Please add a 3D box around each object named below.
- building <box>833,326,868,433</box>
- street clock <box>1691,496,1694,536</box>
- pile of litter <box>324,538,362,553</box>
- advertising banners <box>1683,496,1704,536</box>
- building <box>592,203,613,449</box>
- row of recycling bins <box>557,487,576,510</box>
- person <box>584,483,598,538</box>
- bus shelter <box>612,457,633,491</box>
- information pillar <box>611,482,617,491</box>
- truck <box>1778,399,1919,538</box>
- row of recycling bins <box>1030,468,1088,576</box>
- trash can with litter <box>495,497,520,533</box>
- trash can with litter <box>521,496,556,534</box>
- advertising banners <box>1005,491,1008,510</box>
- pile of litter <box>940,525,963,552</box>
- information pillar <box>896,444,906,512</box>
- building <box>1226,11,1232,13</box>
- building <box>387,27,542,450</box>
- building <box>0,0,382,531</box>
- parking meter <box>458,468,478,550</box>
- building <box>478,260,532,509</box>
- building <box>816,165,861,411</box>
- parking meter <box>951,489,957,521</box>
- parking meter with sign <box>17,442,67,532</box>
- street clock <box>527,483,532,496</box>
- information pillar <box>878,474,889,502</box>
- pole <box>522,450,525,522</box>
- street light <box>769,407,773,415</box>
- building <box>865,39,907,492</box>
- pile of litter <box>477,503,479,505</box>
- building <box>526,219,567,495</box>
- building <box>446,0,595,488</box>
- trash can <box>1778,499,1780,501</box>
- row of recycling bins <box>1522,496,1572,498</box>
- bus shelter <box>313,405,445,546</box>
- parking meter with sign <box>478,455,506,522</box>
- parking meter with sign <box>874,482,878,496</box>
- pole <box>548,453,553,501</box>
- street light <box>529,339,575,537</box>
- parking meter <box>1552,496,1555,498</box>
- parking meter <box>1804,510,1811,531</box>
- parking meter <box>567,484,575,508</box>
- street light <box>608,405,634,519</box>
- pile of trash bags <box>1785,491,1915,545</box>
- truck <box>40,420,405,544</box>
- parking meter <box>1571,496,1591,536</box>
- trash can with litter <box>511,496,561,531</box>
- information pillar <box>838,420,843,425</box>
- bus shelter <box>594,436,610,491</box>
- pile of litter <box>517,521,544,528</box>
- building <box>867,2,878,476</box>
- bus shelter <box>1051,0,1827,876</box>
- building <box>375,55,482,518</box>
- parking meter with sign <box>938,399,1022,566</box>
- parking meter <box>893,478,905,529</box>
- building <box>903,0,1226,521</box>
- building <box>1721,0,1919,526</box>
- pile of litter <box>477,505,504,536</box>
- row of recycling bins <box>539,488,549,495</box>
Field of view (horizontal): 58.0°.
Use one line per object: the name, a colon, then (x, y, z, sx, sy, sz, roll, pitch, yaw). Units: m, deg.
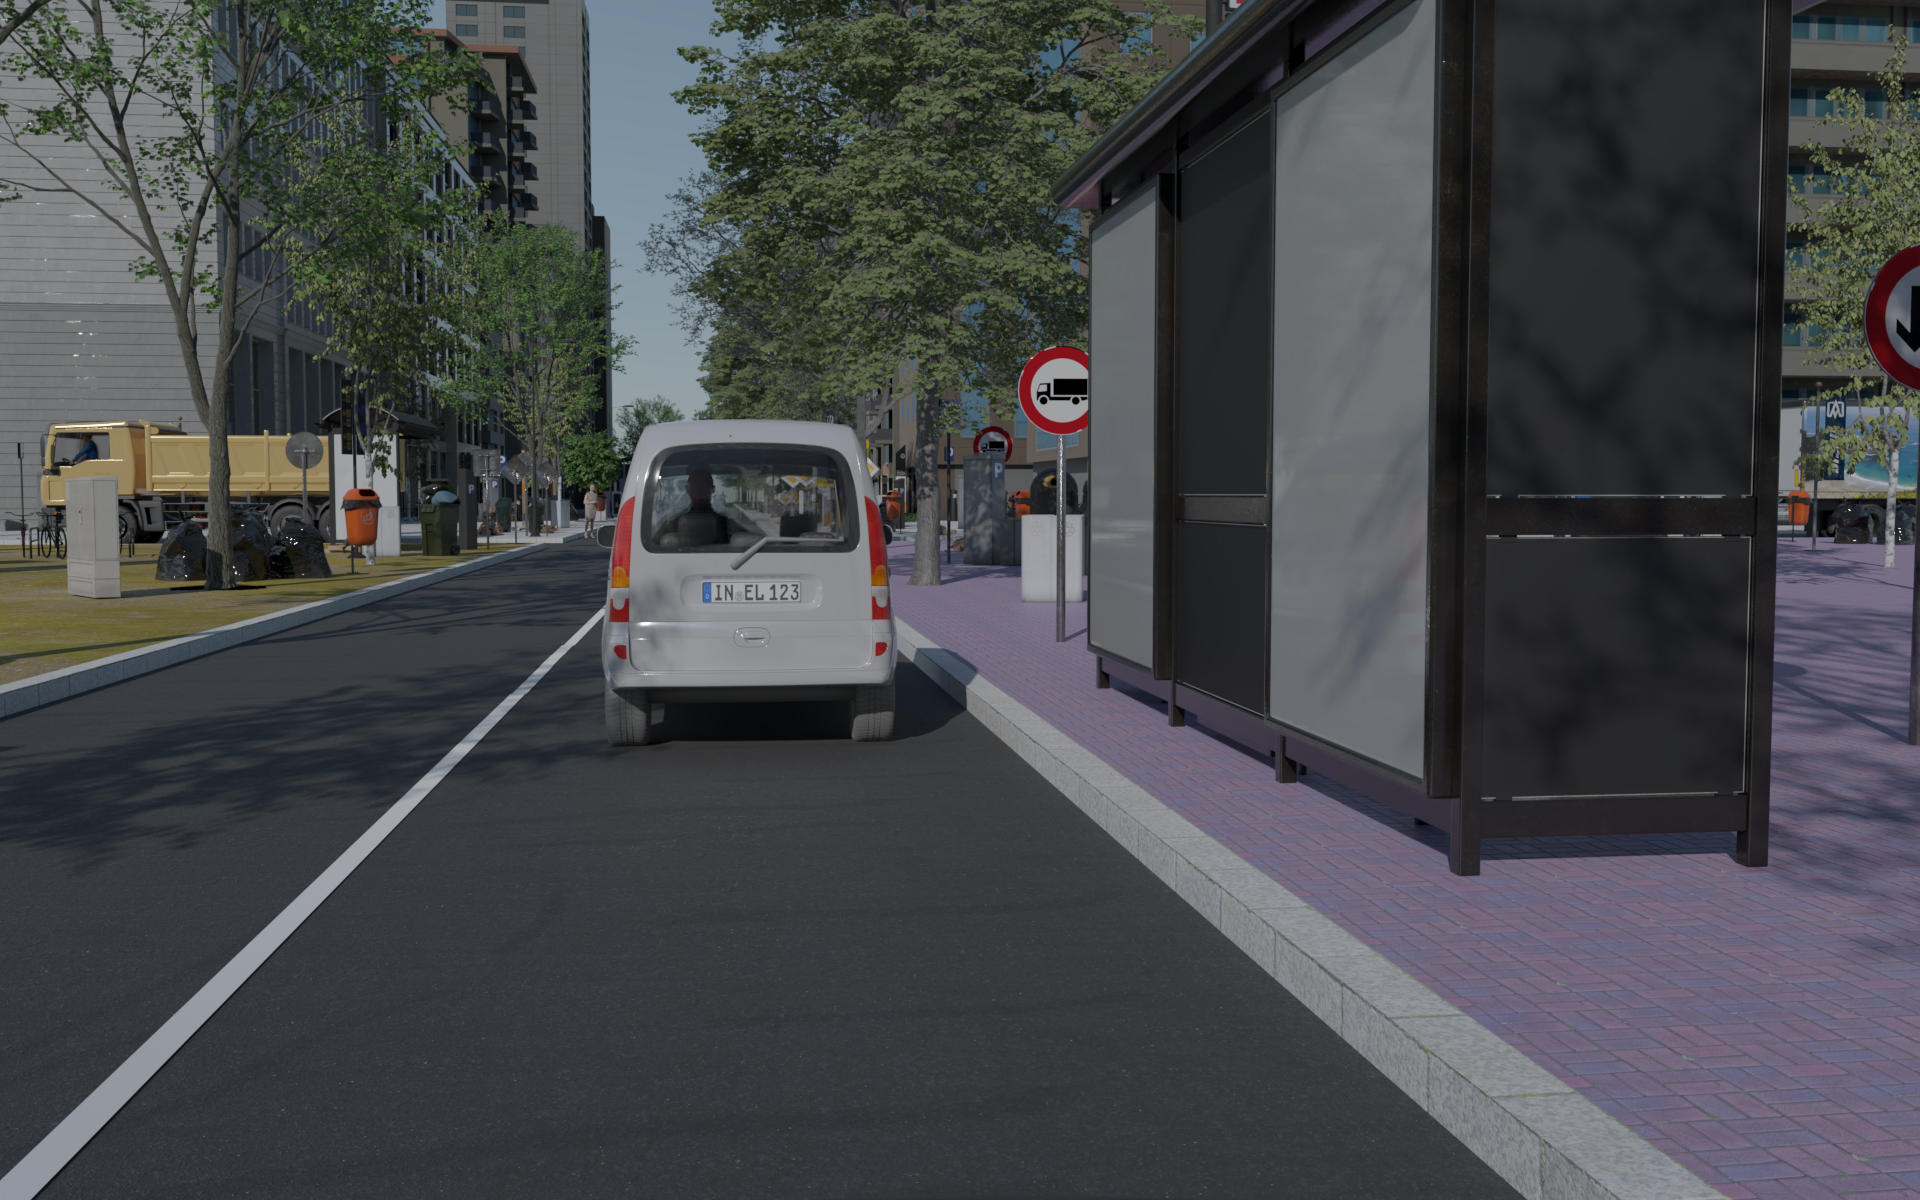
building: (-10.238, -28.102, 231.175, 14.160, 30.474, 14.107, 0, 4, -8)
street clock: (16.700, -2.135, 39.474, 0.471, 2.002, 0.358, 1, 4, 11)
pile of litter: (-13.234, -1.457, 37.784, 1.176, 0.858, 1.719, -3, 5, -41)
advertising banners: (16.035, -2.536, 37.644, 0.090, 3.025, 2.074, 3, 4, 38)
building: (-61.629, -37.881, 269.472, 14.600, 45.320, 14.200, 0, 4, -8)
row of recycling bins: (-24.105, -6.136, 107.439, 1.069, 1.692, 3.534, -2, 4, -30)
person: (-12.003, -2.909, 56.401, 0.374, 1.781, 0.599, 3, 5, 44)
bus shelter: (-21.025, -7.254, 109.887, 1.731, 3.624, 6.357, 0, 4, -8)
information pillar: (-21.046, -6.157, 105.166, 0.304, 2.012, 0.304, 1, 4, 15)
truck: (30.257, -3.921, 53.017, 11.283, 4.237, 2.839, 0, 4, -7)
row of recycling bins: (2.655, -1.221, 27.071, 3.534, 1.692, 1.069, 2, 4, 33)
trash can with litter: (-15.156, -2.813, 57.383, 0.624, 1.170, 1.055, 0, 4, 7)
trash can with litter: (-13.612, -2.755, 56.436, 1.055, 1.170, 0.624, 2, 4, 29)
advertising banners: (1.480, -4.295, 66.418, 0.090, 3.025, 2.074, 1, 4, 21)
pile of litter: (0.311, -1.519, 38.805, 1.719, 0.858, 1.176, -3, 4, -37)
information pillar: (-2.773, -5.510, 81.441, 0.504, 3.616, 0.183, -1, 4, -22)
building: (10.964, -25.807, 72.049, 14.200, 45.320, 14.600, 0, 4, -8)
building: (-52.314, -31.276, 165.979, 22.147, 44.769, 28.867, 0, 4, -8)
building: (-33.490, -18.164, 74.470, 11.434, 29.767, 29.804, 0, 4, -8)
parking meter: (-11.297, -2.083, 39.771, 0.255, 1.863, 0.399, 2, 4, 29)
building: (-49.796, -17.914, 137.933, 27.650, 21.520, 28.899, 0, 4, -8)
building: (-9.607, -38.271, 249.431, 21.300, 48.544, 21.600, 0, 4, -8)
parking meter: (-0.303, -4.458, 81.300, 0.372, 1.533, 0.369, 0, 3, 0)
parking meter with sign: (-30.889, -3.821, 58.732, 1.738, 3.016, 0.543, -1, 4, -18)
street clock: (-26.621, -6.276, 107.176, 0.471, 2.002, 0.358, -3, 5, -44)
information pillar: (-2.856, -3.670, 64.490, 0.304, 2.012, 0.304, -2, 4, -25)
pole: (-20.238, -5.294, 80.403, 0.158, 3.312, 0.155, 0, 3, 0)
street light: (-10.201, -7.150, 89.441, 1.470, 5.913, 1.316, 0, 4, -8)
building: (2.574, -30.858, 159.155, 22.147, 44.769, 28.867, 0, 4, -8)
pile of litter: (-28.462, -5.431, 102.769, 1.176, 0.858, 1.719, 0, 4, -3)
building: (-65.500, -32.778, 227.794, 32.217, 40.220, 23.993, 0, 4, -8)
building: (-61.596, -49.661, 250.216, 20.563, 71.187, 20.611, 0, 4, -8)
trash can: (22.298, -2.223, 47.999, 0.748, 1.137, 0.748, 0, 3, 0)
row of recycling bins: (27.078, -4.426, 79.482, 3.534, 1.692, 1.069, -2, 4, -26)
bus shelter: (-13.790, -2.912, 41.529, 2.014, 3.302, 5.546, 0, 4, -8)
parking meter with sign: (-21.207, -5.019, 78.324, 1.738, 3.016, 0.543, 3, 5, 43)
parking meter with sign: (-5.146, -7.069, 111.839, 1.738, 3.016, 0.543, 1, 4, 13)
pole: (-20.439, -5.667, 86.506, 0.158, 3.312, 0.155, 0, 3, 0)
street light: (-12.239, -4.859, 51.991, 1.470, 5.913, 1.316, 0, 4, -8)
parking meter: (26.605, -4.211, 77.257, 0.372, 1.533, 0.369, 0, 3, 0)
parking meter: (29.231, -3.126, 59.516, 0.372, 1.533, 0.369, 0, 3, 0)
parking meter: (-23.346, -6.007, 103.922, 0.255, 1.863, 0.399, 2, 4, 28)
street light: (-17.672, -7.197, 90.219, 1.470, 5.913, 1.316, 0, 4, -8)
pile of trash bags: (23.227, -2.165, 45.145, 1.912, 1.369, 3.447, -3, 4, -37)
truck: (-20.263, -3.114, 46.843, 9.791, 3.379, 3.469, 0, 4, -8)
parking meter: (9.836, -1.157, 27.331, 0.372, 1.533, 0.369, 0, 3, 0)
trash can with litter: (-14.913, -3.018, 60.394, 2.233, 1.210, 1.678, 0, 4, -7)
information pillar: (-3.582, -3.792, 53.357, 0.504, 3.616, 0.183, 0, 4, 1)
bus shelter: (-24.462, -8.676, 119.490, 2.179, 5.291, 8.768, 0, 4, -8)
pile of litter: (-16.426, -3.249, 67.083, 1.719, 0.858, 1.176, -3, 5, -40)
building: (-0.907, -45.538, 182.796, 20.563, 71.187, 20.611, 0, 4, -8)
bus shelter: (1.883, -1.978, 9.980, 2.179, 5.291, 8.768, 0, 4, -8)
building: (-41.542, -18.420, 105.682, 19.350, 26.468, 34.151, 0, 4, -8)
parking meter with sign: (0.430, -2.149, 31.390, 1.738, 3.016, 0.543, 3, 5, 39)
parking meter: (-2.222, -3.524, 63.337, 0.255, 1.863, 0.399, 3, 5, 41)
building: (4.443, -26.860, 89.272, 14.600, 45.320, 14.200, 0, 4, -8)
building: (39.872, -27.872, 79.409, 21.600, 48.544, 21.300, 0, 4, -8)
pile of litter: (-14.825, -2.438, 53.825, 1.176, 0.858, 1.719, -2, 4, -28)
row of recycling bins: (-28.700, -6.892, 119.794, 1.069, 1.692, 3.534, -1, 4, -10)
